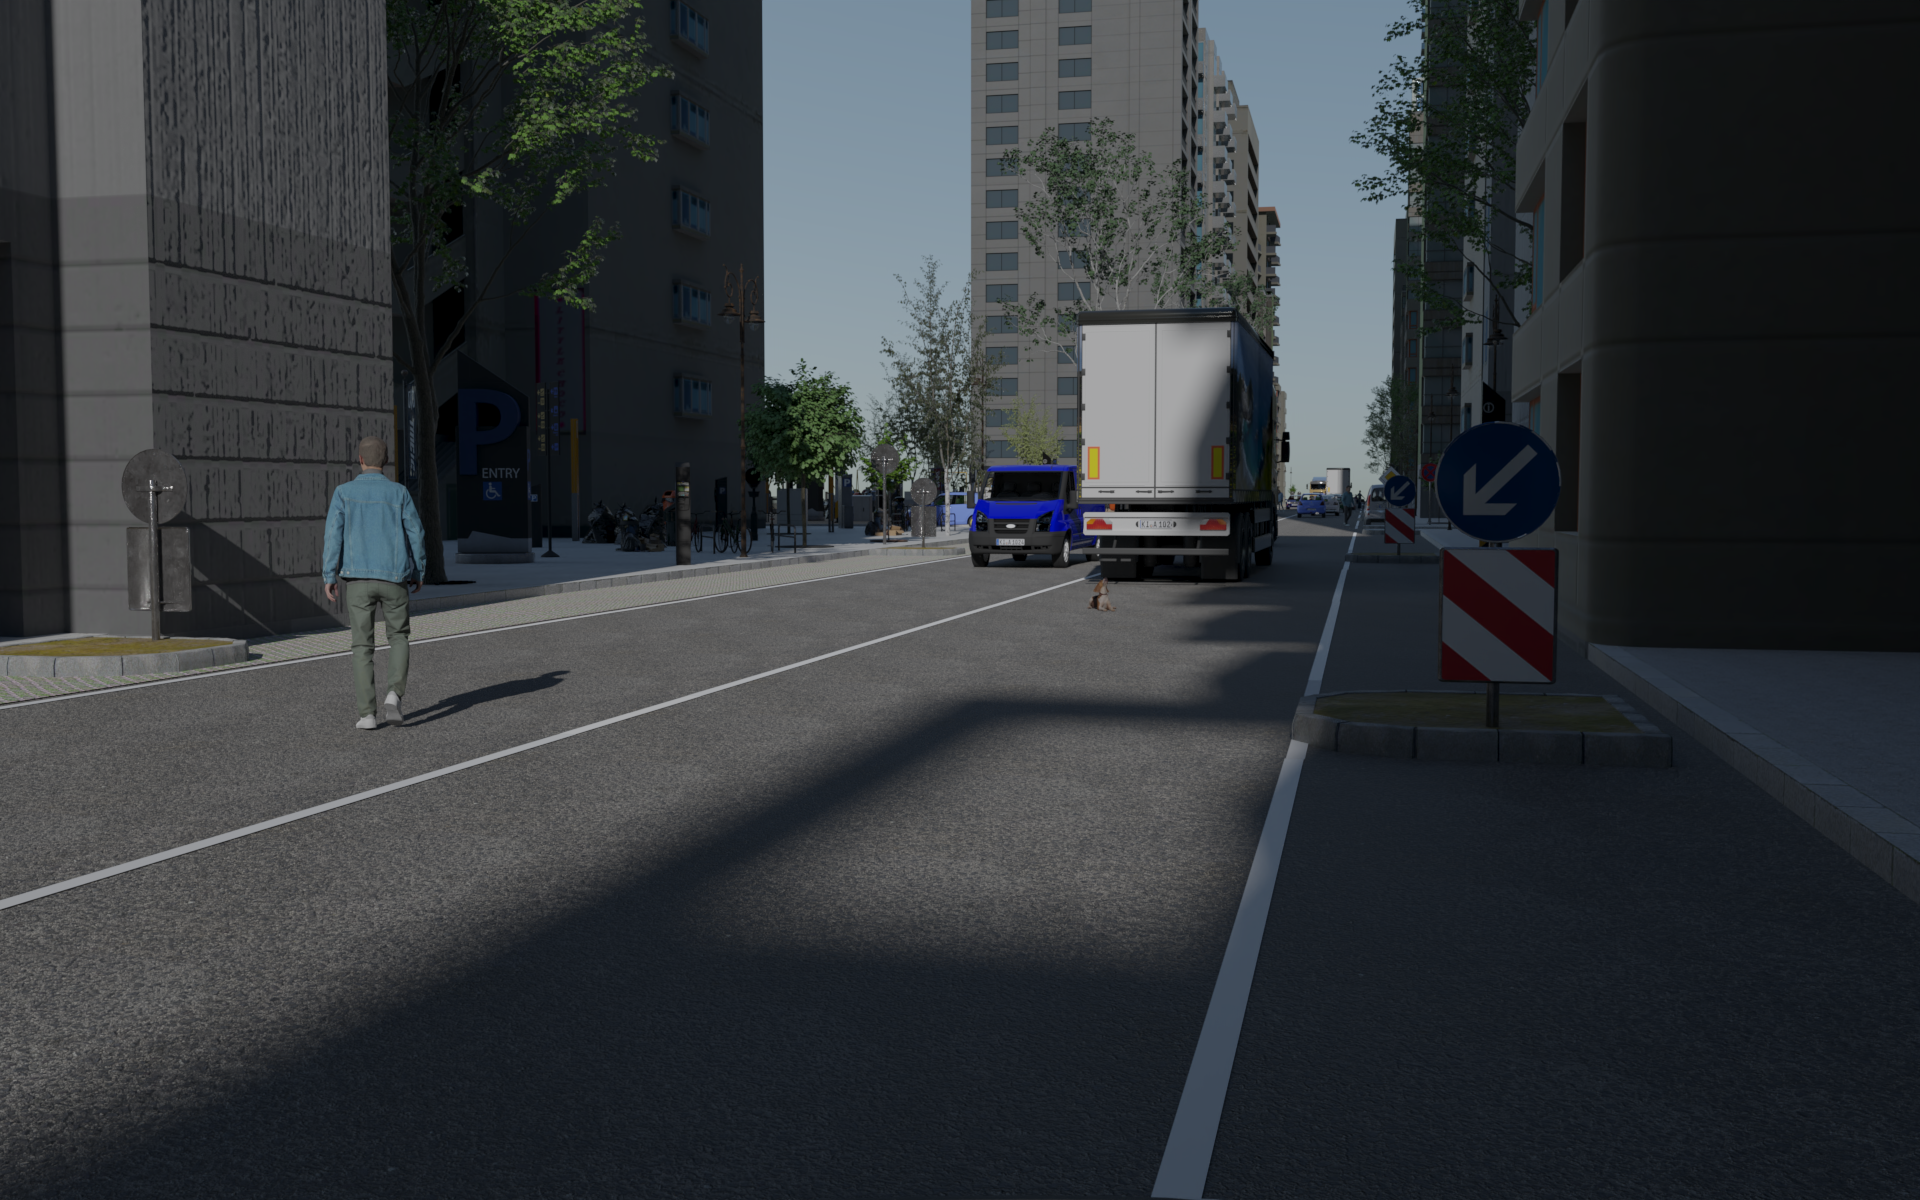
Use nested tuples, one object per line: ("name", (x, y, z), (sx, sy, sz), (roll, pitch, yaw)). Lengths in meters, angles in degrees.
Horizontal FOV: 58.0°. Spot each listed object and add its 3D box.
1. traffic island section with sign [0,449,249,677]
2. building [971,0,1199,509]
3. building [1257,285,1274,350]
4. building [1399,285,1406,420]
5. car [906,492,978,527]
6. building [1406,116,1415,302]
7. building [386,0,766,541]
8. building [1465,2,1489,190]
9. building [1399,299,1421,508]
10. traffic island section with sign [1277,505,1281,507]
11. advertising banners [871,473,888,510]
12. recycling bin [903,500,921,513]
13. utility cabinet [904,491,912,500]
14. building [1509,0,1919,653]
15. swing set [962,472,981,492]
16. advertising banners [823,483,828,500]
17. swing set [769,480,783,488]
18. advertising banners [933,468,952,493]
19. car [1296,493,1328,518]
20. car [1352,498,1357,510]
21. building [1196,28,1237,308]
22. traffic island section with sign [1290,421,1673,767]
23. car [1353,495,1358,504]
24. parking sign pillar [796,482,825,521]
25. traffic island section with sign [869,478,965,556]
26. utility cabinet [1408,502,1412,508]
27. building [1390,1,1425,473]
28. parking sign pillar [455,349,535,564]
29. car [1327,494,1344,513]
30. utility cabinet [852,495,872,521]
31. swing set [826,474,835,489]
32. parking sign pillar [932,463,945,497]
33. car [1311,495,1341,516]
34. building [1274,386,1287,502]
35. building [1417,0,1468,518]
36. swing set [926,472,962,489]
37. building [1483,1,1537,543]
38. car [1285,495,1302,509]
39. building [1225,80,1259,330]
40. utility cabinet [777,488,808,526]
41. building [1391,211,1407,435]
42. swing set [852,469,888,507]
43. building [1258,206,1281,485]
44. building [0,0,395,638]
("traffic island section with sign", (-7.124, -0.356, 14.449), (1.989, 1.847, 2.006), (1, 4, 13))
("building", (13.207, -44.012, 157.845), (20.563, 71.187, 20.611), (1, 4, 13))
("building", (35.322, -28.458, 236.991), (14.160, 30.474, 14.107), (1, 4, 13))
("building", (67.507, -28.487, 237.462), (14.160, 30.474, 14.107), (1, 4, 13))
("car", (-0.422, -3.664, 69.503), (3.694, 1.707, 1.945), (1, 4, 14))
("building", (55.226, -30.761, 186.533), (14.154, 41.232, 14.086), (1, 4, 13))
("building", (-19.925, -26.409, 55.497), (21.600, 48.544, 21.300), (1, 4, 13))
("building", (33.250, -27.620, 75.281), (21.600, 48.544, 21.300), (1, 4, 13))
("building", (56.357, -19.560, 164.841), (27.650, 21.520, 28.899), (1, 4, 13))
("traffic island section with sign", (35.335, -11.453, 195.879), (1.989, 1.847, 2.006), (1, 4, 13))
("advertising banners", (-5.802, -8.001, 126.998), (2.074, 3.025, 0.090), (3, 4, 39))
("recycling bin", (-2.178, -4.061, 78.954), (0.722, 1.027, 0.722), (0, 4, 6))
("utility cabinet", (-3.839, -7.881, 137.538), (1.173, 1.500, 0.318), (-1, 4, -8))
("building", (17.540, -9.811, 5.444), (27.650, 21.520, 28.899), (1, 4, 13))
("swing set", (2.386, -7.398, 118.583), (3.119, 2.851, 2.862), (2, 4, 32))
("advertising banners", (-8.356, -6.873, 108.554), (0.090, 3.025, 2.074), (1, 4, 12))
("swing set", (-10.070, -5.294, 84.169), (3.119, 2.851, 2.862), (2, 4, 24))
("advertising banners", (-0.774, -7.428, 117.634), (2.074, 3.025, 0.090), (0, 4, 7))
("car", (21.438, -5.870, 105.558), (1.945, 1.707, 3.694), (1, 4, 12))
("car", (35.060, -8.888, 157.681), (2.083, 1.381, 4.827), (1, 4, 14))
("building", (17.416, -34.502, 183.711), (23.786, 49.044, 30.456), (1, 4, 13))
("traffic island section with sign", (2.999, -0.098, 10.223), (1.989, 1.847, 2.006), (1, 4, 13))
("car", (58.316, -14.959, 257.164), (1.945, 1.354, 3.894), (1, 4, 13))
("parking sign pillar", (-7.206, -5.782, 83.000), (1.447, 3.967, 1.447), (2, 4, 29))
("traffic island section with sign", (-0.942, -1.972, 40.869), (1.989, 1.847, 2.006), (1, 4, 13))
("utility cabinet", (32.693, -7.001, 125.628), (0.306, 1.237, 1.020), (1, 4, 19))
("building", (76.062, -57.776, 257.311), (22.319, 86.520, 31.000), (1, 4, 13))
("parking sign pillar", (-8.688, -2.678, 32.260), (1.447, 3.967, 1.447), (0, 4, -5))
("car", (29.230, -7.542, 135.116), (2.131, 1.459, 4.920), (1, 4, 13))
("utility cabinet", (-4.651, -4.312, 81.656), (1.020, 1.237, 0.306), (2, 4, 26))
("swing set", (-9.573, -8.502, 136.623), (2.862, 2.851, 3.119), (2, 4, 28))
("parking sign pillar", (-1.633, -8.494, 127.348), (1.447, 3.967, 1.447), (-2, 4, -32))
("car", (24.249, -6.279, 115.018), (2.083, 1.381, 4.827), (1, 4, 12))
("building", (39.556, -27.087, 287.907), (27.650, 21.520, 28.899), (1, 4, 13))
("building", (32.892, -25.228, 96.072), (14.154, 41.232, 14.086), (1, 4, 13))
("swing set", (-0.839, -7.680, 123.181), (3.119, 2.851, 2.862), (0, 4, -3))
("building", (24.480, -30.663, 43.336), (21.231, 58.520, 28.212), (1, 4, 13))
("car", (31.573, -9.192, 162.877), (1.945, 1.354, 3.894), (1, 4, 14))
("building", (24.431, -35.784, 208.770), (21.300, 48.544, 21.600), (1, 4, 13))
("utility cabinet", (-6.583, -3.627, 67.980), (1.173, 1.500, 0.318), (0, 4, 7))
("building", (82.046, -40.411, 284.426), (21.300, 48.544, 21.600), (1, 4, 13))
("swing set", (-4.997, -6.876, 110.048), (3.119, 2.851, 2.862), (0, 4, 2))
("building", (36.125, -36.928, 258.392), (22.147, 44.769, 28.867), (1, 4, 13))
("building", (-19.780, -28.418, 6.636), (21.231, 58.520, 28.212), (1, 4, 13))
